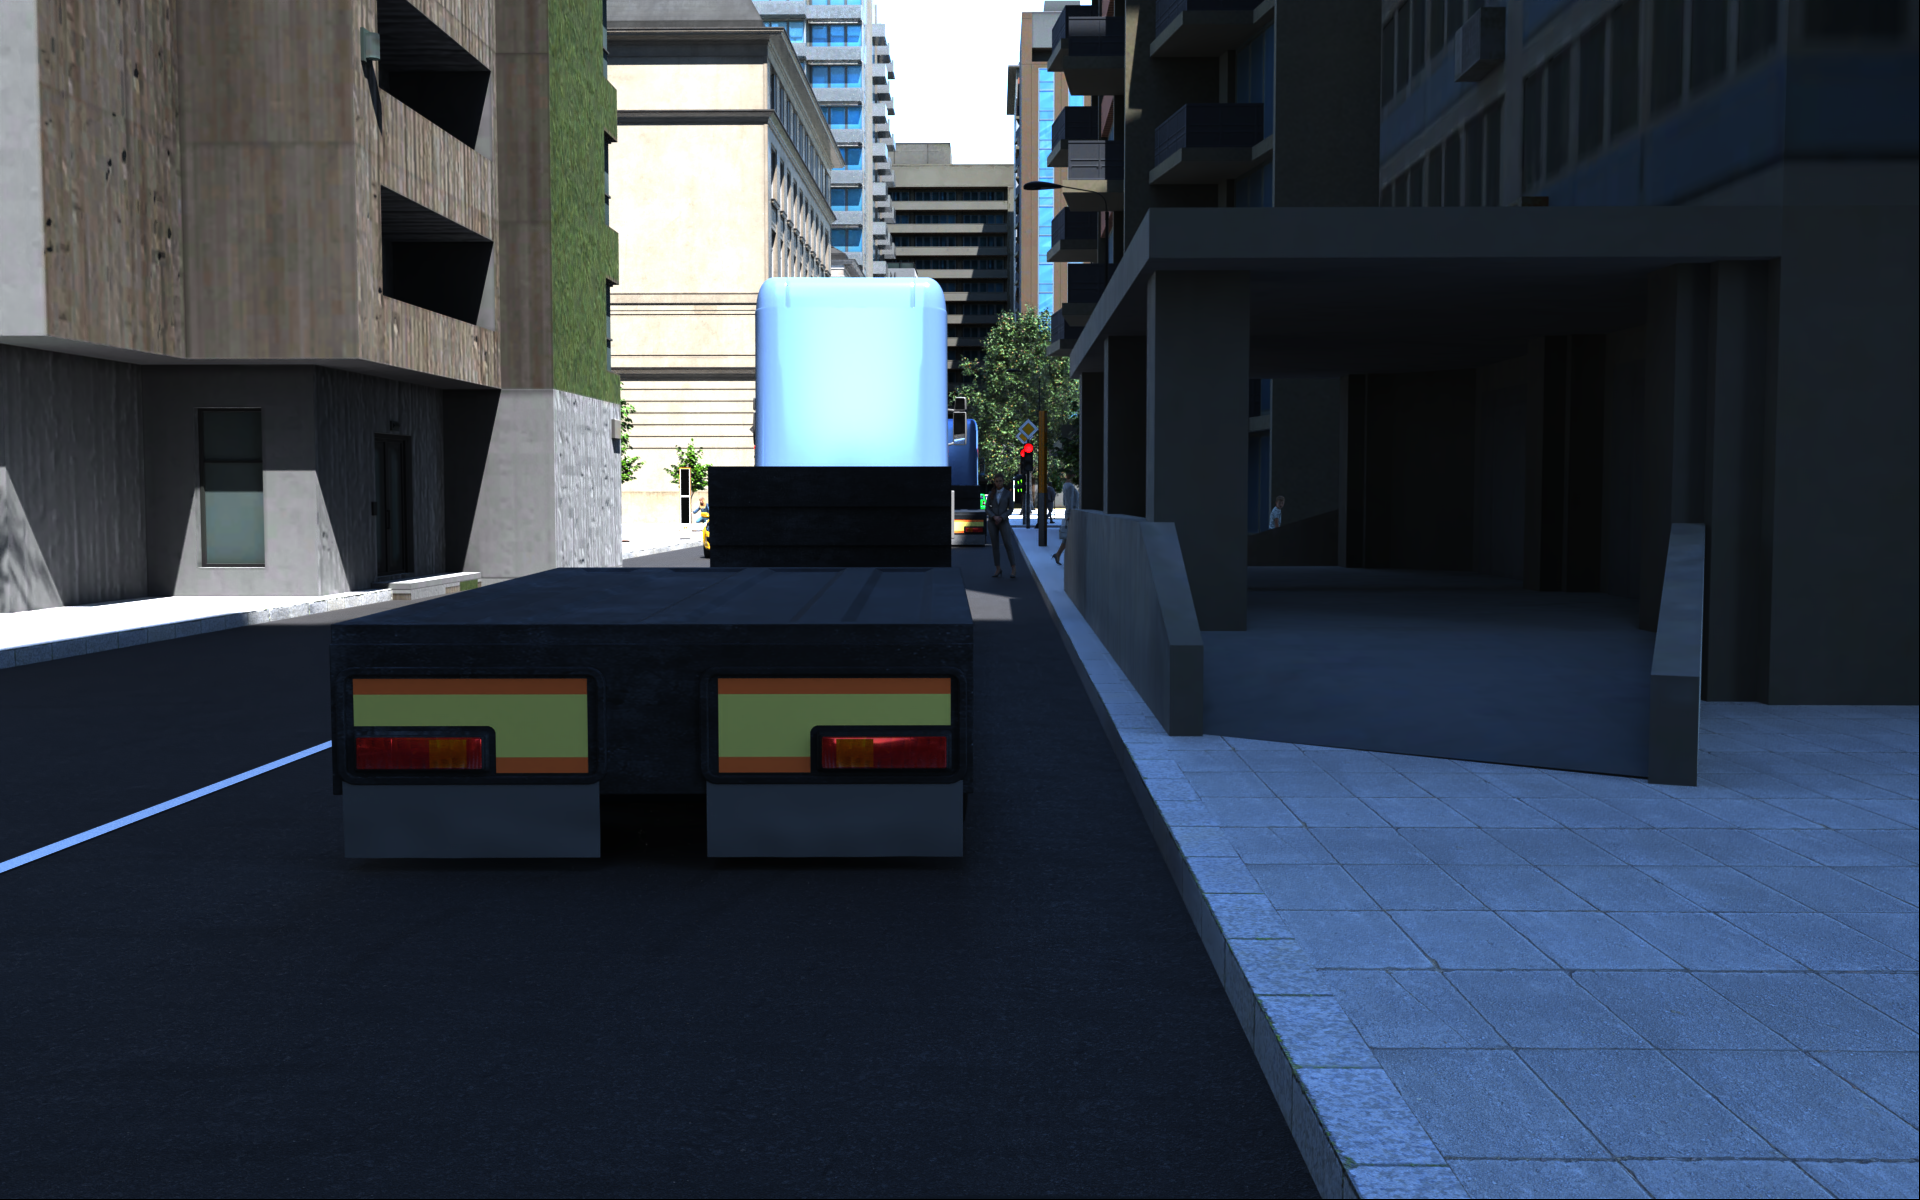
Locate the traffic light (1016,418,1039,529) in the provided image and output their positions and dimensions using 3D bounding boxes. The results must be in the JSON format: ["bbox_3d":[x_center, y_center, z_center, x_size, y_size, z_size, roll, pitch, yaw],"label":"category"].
[{"bbox_3d":[2.521,-4.619,64.441,0.839,4.253,0.868,0,4,1],"label":"traffic light"}]

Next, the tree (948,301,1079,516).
[{"bbox_3d":[3.975,-11.413,103.604,9.611,12.733,9.660,0,3,0],"label":"tree"}]

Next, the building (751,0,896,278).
[{"bbox_3d":[-17.578,-33.229,162.894,23.786,49.044,30.456,0,4,1],"label":"building"}]

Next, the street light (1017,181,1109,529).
[{"bbox_3d":[1.641,-3.262,25.876,1.470,5.913,1.316,0,4,1],"label":"street light"}]

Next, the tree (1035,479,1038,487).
[{"bbox_3d":[4.928,-5.762,88.808,1.663,3.219,1.824,0,3,0],"label":"tree"}]

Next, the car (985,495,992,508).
[{"bbox_3d":[2.562,-8.966,158.961,2.083,1.381,4.827,0,4,2],"label":"car"}]

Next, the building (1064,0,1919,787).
[{"bbox_3d":[17.351,-19.735,14.552,32.217,40.220,23.993,0,4,1],"label":"building"}]

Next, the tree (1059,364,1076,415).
[{"bbox_3d":[8.647,-11.672,116.589,9.928,11.665,9.643,0,3,0],"label":"tree"}]

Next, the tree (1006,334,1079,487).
[{"bbox_3d":[4.091,-7.922,79.888,4.360,8.622,3.978,0,3,0],"label":"tree"}]

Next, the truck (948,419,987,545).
[{"bbox_3d":[-0.524,-4.065,56.220,2.967,4.110,18.799,0,4,0],"label":"truck"}]

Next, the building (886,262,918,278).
[{"bbox_3d":[-12.201,-27.201,216.440,14.107,30.474,14.160,0,4,1],"label":"building"}]

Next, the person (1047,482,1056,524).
[{"bbox_3d":[3.924,-4.246,75.559,0.679,1.850,0.850,3,5,43],"label":"person"}]

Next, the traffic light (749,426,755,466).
[{"bbox_3d":[-7.438,-4.630,64.621,0.839,4.253,0.868,0,4,1],"label":"traffic light"}]

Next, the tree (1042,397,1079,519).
[{"bbox_3d":[2.368,-2.151,29.766,1.663,3.219,1.824,0,3,0],"label":"tree"}]

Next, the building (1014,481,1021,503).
[{"bbox_3d":[21.802,-42.716,240.410,28.212,58.520,21.231,0,4,1],"label":"building"}]

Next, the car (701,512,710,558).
[{"bbox_3d":[-4.894,-1.823,40.034,2.015,1.641,3.980,0,3,0],"label":"car"}]

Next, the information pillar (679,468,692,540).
[{"bbox_3d":[-7.703,-2.699,48.622,0.304,2.012,0.304,0,4,-4],"label":"information pillar"}]

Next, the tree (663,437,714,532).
[{"bbox_3d":[-9.112,-3.937,58.979,1.663,3.219,1.824,0,3,0],"label":"tree"}]

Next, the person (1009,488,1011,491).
[{"bbox_3d":[4.428,-8.933,152.189,0.705,1.812,1.348,0,4,-3],"label":"person"}]

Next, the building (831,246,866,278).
[{"bbox_3d":[-12.562,-16.646,123.065,10.553,20.767,40.483,0,4,1],"label":"building"}]

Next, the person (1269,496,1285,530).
[{"bbox_3d":[5.868,-1.302,32.019,0.332,1.250,0.352,-3,5,-42],"label":"person"}]

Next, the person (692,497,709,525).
[{"bbox_3d":[-10.768,-3.747,72.803,1.012,1.151,0.738,2,4,29],"label":"person"}]

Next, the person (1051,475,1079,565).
[{"bbox_3d":[1.964,-1.530,31.413,0.624,1.780,0.694,0,4,2],"label":"person"}]

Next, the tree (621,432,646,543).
[{"bbox_3d":[-9.451,-3.151,46.128,1.663,3.219,1.824,0,3,0],"label":"tree"}]

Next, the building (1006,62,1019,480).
[{"bbox_3d":[20.016,-37.900,208.908,28.713,52.752,27.495,0,4,1],"label":"building"}]

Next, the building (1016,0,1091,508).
[{"bbox_3d":[12.432,-31.143,159.297,14.600,45.320,14.200,0,4,1],"label":"building"}]

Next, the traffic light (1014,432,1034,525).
[{"bbox_3d":[2.679,-5.107,72.425,0.839,4.253,0.868,0,4,1],"label":"traffic light"}]

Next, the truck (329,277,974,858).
[{"bbox_3d":[-1.280,-1.592,15.783,2.967,4.110,18.799,0,4,-1],"label":"truck"}]

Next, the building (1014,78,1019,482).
[{"bbox_3d":[16.797,-32.193,180.984,22.147,44.769,28.867,0,4,1],"label":"building"}]

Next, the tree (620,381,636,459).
[{"bbox_3d":[-8.660,-3.277,37.291,4.285,4.588,4.351,0,3,0],"label":"tree"}]

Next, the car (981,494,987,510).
[{"bbox_3d":[1.068,-6.708,118.472,1.959,1.807,4.718,0,4,3],"label":"car"}]

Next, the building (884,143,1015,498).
[{"bbox_3d":[-3.090,-37.795,241.648,21.600,48.544,21.300,0,4,1],"label":"building"}]

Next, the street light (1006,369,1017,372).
[{"bbox_3d":[2.404,-5.620,64.431,1.470,5.913,1.316,0,4,1],"label":"street light"}]

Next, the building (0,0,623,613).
[{"bbox_3d":[-13.262,-15.413,23.706,14.160,30.474,14.107,0,4,1],"label":"building"}]

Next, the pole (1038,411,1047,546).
[{"bbox_3d":[2.035,-2.975,42.487,0.158,3.312,0.155,0,3,0],"label":"pole"}]

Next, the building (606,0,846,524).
[{"bbox_3d":[-15.079,-15.569,87.837,16.112,22.955,30.059,0,4,1],"label":"building"}]

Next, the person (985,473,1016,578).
[{"bbox_3d":[0.698,-1.285,29.787,0.520,1.790,0.573,0,4,-4],"label":"person"}]

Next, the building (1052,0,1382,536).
[{"bbox_3d":[13.739,-24.112,48.857,22.147,44.769,28.867,0,4,1],"label":"building"}]
